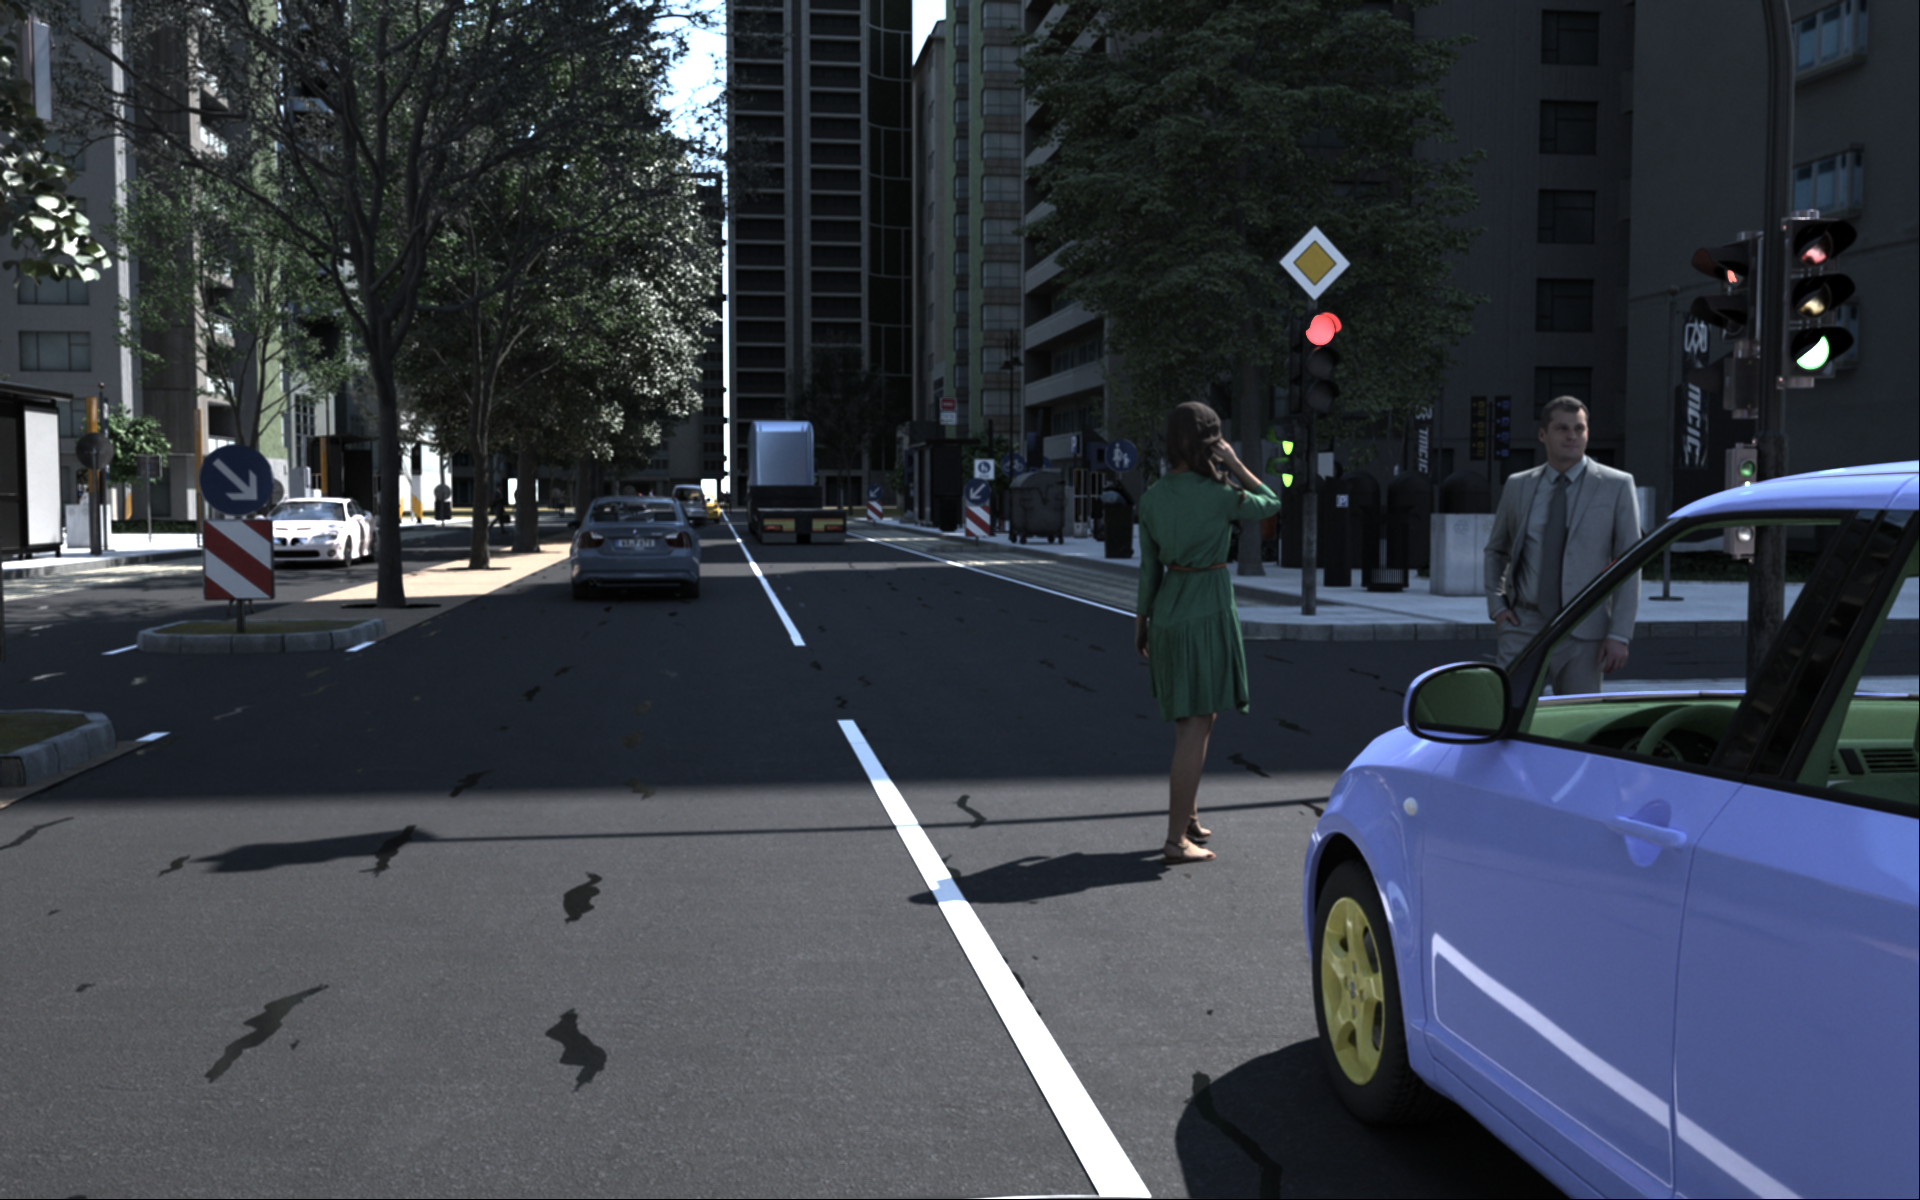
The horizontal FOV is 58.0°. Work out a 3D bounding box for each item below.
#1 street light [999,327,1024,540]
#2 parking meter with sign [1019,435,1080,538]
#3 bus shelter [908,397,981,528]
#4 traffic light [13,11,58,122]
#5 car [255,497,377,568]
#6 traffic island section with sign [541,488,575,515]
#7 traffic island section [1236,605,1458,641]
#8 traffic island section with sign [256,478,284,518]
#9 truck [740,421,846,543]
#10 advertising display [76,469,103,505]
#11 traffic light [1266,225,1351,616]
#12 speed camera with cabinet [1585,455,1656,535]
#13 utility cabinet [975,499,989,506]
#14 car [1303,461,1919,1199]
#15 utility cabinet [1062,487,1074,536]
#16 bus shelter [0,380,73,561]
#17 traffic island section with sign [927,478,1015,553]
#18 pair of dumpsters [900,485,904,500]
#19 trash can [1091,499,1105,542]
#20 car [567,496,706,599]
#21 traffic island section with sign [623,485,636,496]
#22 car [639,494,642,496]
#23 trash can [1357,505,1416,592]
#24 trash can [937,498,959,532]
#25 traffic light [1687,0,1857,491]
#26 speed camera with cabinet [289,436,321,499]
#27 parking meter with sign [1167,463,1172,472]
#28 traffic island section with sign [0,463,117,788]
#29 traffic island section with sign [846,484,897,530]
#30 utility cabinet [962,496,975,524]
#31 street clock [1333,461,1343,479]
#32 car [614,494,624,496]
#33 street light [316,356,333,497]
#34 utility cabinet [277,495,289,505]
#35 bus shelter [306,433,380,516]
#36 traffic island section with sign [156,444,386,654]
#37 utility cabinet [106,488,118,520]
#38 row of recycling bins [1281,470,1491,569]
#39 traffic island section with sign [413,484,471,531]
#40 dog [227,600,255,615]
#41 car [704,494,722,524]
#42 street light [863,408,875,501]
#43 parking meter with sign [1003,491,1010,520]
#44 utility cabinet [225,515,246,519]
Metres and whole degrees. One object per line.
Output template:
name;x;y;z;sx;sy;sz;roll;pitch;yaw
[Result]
street light;1.431;-4.615;48.251;0.468;5.910;1.993;-1;4;-8
parking meter with sign;2.611;-3.347;50.988;1.738;3.016;0.543;-1;4;-16
bus shelter;-0.842;-5.613;69.408;2.179;5.291;8.768;0;4;-8
traffic light;-11.004;-2.538;16.166;4.771;5.953;1.251;-1;4;-8
car;-13.047;-1.388;35.063;2.083;1.381;4.827;-1;4;-9
traffic island section with sign;-27.310;-6.650;117.361;1.989;1.847;2.006;-1;4;-8
traffic island section;3.718;0.240;18.362;2.009;0.180;2.903;-1;4;-8
traffic island section with sign;-16.346;-1.970;40.843;1.989;1.847;2.006;-1;4;-8
truck;-5.749;-4.183;58.154;2.967;4.110;18.799;0;4;-8
advertising display;-22.785;-2.458;45.396;0.974;1.923;0.123;2;4;30
traffic light;3.677;-1.793;18.242;0.839;4.253;0.868;-1;4;-8
speed camera with cabinet;15.164;-2.826;40.534;2.038;3.252;0.660;3;5;42
utility cabinet;0.987;-3.827;71.258;0.318;1.500;1.173;2;4;25
car;1.840;0.406;2.959;1.945;1.707;3.694;0;4;-7
utility cabinet;2.981;-2.683;52.547;0.318;1.500;1.173;-3;4;-38
bus shelter;-18.401;-3.238;30.579;2.179;5.291;8.768;0;4;-8
traffic island section with sign;0.212;-2.086;42.733;1.989;1.847;2.006;-1;4;-8
pair of dumpsters;-1.836;-4.896;82.535;1.574;2.255;4.437;0;4;-8
trash can;3.933;-2.162;47.008;0.748;1.137;0.748;0;3;0
car;-4.666;-0.796;25.017;2.014;1.417;4.499;-1;4;-10
traffic island section with sign;-17.386;-5.063;90.910;2.006;1.907;1.989;-1;4;-8
car;-29.360;-8.997;156.138;2.155;1.783;4.494;0;4;-7
trash can;5.595;-0.680;22.772;0.748;1.137;0.748;0;3;0
trash can;-0.401;-2.897;59.022;0.748;1.137;0.748;0;3;0
traffic light;2.751;-2.155;9.901;4.771;5.953;1.251;-1;4;-8
speed camera with cabinet;-22.766;-4.027;60.179;0.660;3.252;2.038;0;4;-6
parking meter with sign;5.355;-2.851;42.879;0.543;3.016;1.738;0;4;-5
traffic island section with sign;-5.676;-0.065;9.196;2.006;1.907;1.989;-1;4;-8
traffic island section with sign;-3.602;-3.718;69.418;1.989;1.847;2.006;-1;4;-8
utility cabinet;0.489;-3.846;74.051;0.306;1.237;1.020;3;5;44
street clock;7.988;-2.004;37.336;0.358;2.002;0.471;-3;5;-42
car;-25.591;-7.427;131.221;2.009;1.686;4.222;-1;4;-9
street light;-21.282;-5.233;58.347;0.468;5.910;1.993;-1;4;-8
utility cabinet;-30.043;-4.011;76.739;0.306;1.237;1.020;1;4;17
bus shelter;-24.735;-4.795;69.685;1.731;3.624;6.357;0;4;-8
traffic island section with sign;-6.718;-0.513;16.530;2.006;1.907;1.989;-1;4;-8
utility cabinet;-31.304;-3.327;63.069;1.173;1.500;0.318;1;4;11
row of recycling bins;7.355;-1.398;29.965;3.534;1.692;1.069;1;4;8
traffic island section with sign;-20.170;-3.602;67.527;1.989;1.847;2.006;-1;4;-8
dog;-8.549;-0.079;20.579;0.406;0.507;0.540;-3;5;-41
car;-12.644;-4.561;84.792;2.015;1.641;3.980;-1;4;-9
street light;-4.811;-7.268;91.624;0.468;5.910;1.993;-1;4;-8
parking meter with sign;2.223;-5.395;84.469;1.738;3.016;0.543;0;4;0
utility cabinet;-26.404;-3.191;63.330;1.020;1.237;0.306;1;4;21
